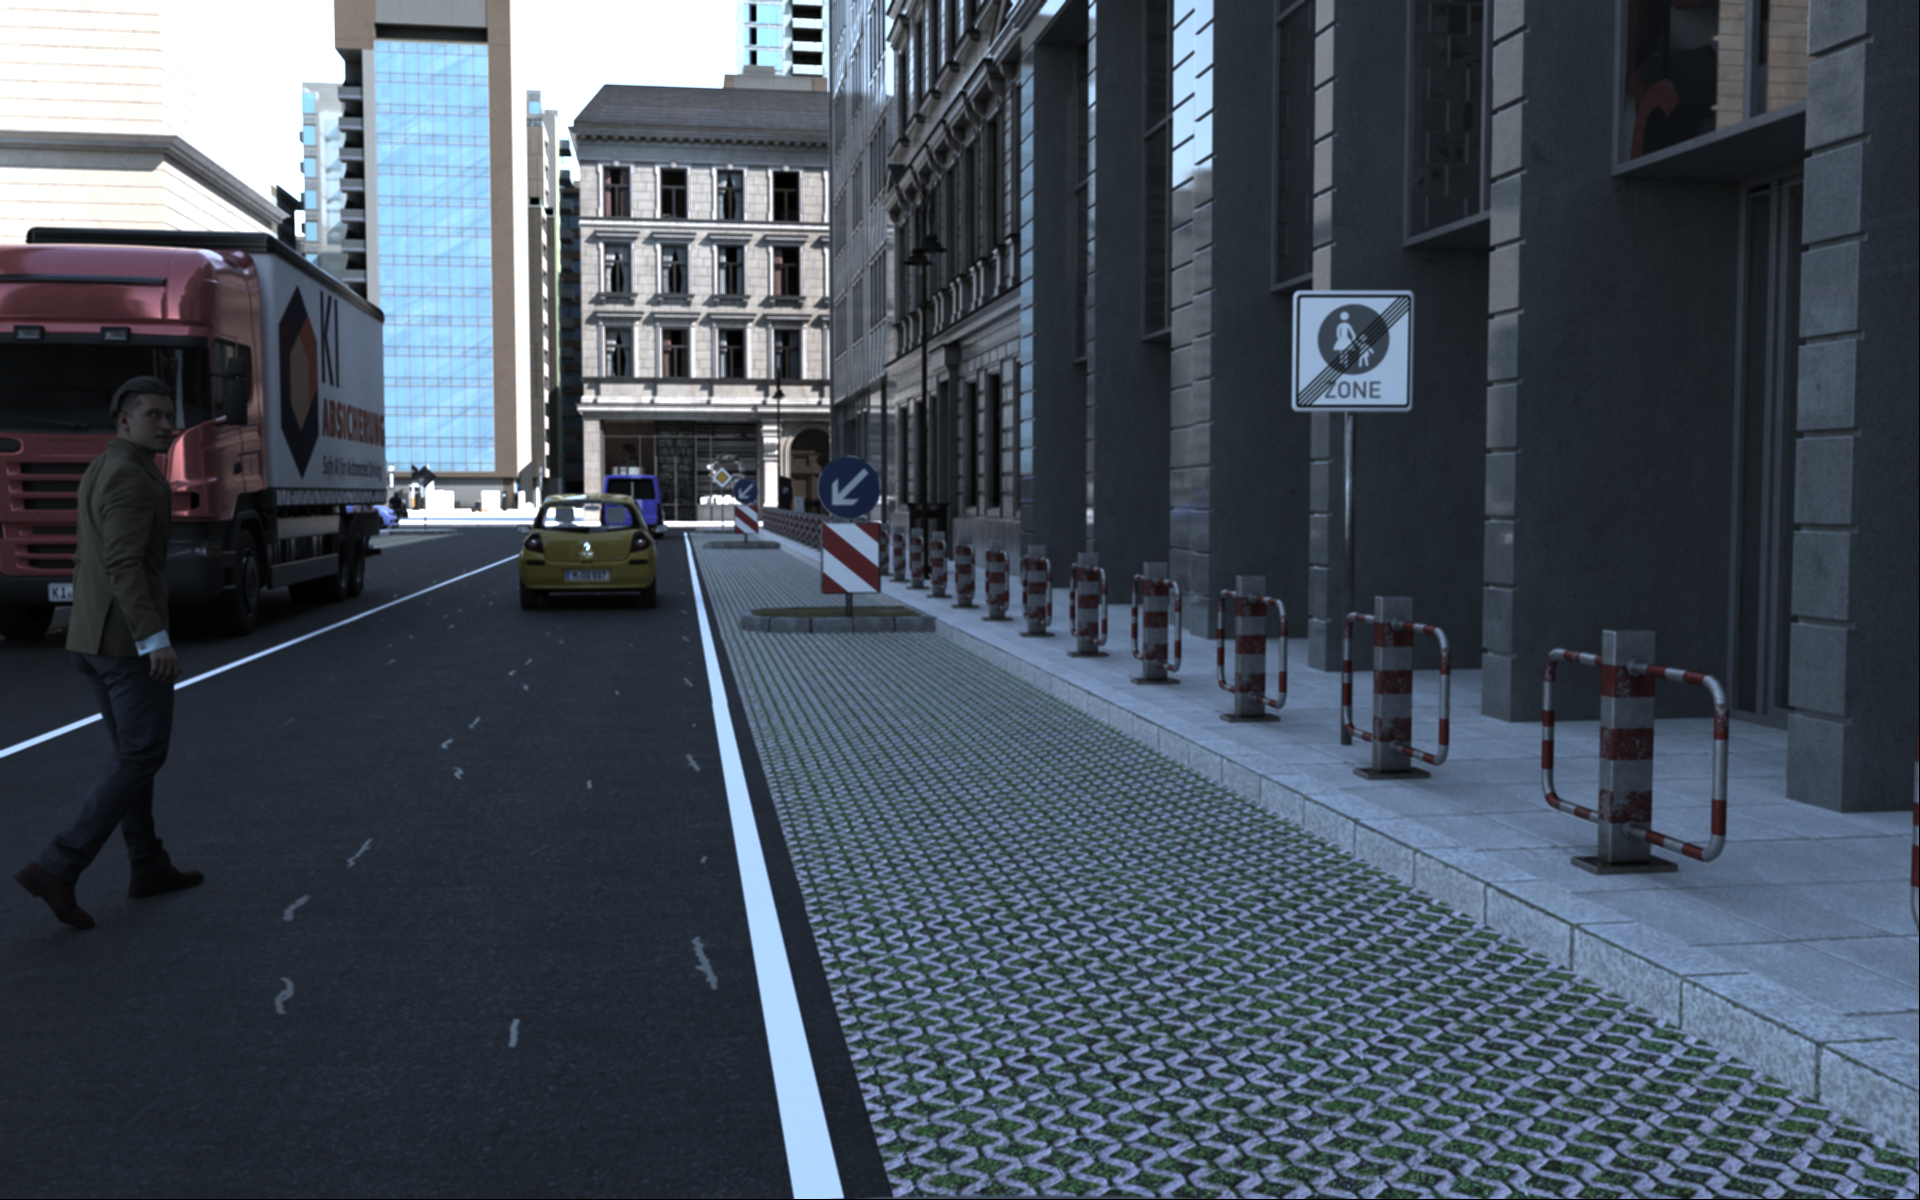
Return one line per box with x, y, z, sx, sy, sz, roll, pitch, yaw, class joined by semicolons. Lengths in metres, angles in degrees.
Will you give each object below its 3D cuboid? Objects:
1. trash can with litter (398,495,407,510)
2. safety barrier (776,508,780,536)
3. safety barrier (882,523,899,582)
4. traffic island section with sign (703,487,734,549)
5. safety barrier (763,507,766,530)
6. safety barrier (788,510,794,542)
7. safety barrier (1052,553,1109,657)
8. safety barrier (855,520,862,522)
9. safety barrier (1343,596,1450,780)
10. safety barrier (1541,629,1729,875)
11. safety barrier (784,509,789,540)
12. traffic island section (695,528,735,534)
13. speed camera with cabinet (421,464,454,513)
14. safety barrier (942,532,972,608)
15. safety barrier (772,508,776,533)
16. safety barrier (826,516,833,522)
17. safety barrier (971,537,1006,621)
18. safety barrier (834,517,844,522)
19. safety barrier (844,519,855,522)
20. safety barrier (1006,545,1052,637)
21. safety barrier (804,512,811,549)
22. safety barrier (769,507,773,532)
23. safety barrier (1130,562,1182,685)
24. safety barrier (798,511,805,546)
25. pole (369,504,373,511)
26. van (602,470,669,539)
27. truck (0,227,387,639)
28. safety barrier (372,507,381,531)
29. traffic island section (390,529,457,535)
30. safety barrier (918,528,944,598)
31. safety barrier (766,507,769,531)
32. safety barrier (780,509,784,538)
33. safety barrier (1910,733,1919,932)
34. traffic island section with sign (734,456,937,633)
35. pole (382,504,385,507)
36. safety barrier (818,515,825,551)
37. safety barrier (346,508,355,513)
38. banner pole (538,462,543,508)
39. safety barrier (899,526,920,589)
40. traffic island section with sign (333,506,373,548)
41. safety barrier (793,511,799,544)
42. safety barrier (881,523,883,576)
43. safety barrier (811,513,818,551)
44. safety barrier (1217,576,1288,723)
-45.478;-7.960;141.525;0.624;1.170;1.055;-3;5;-40;trash can with litter
-5.329;-2.340;52.539;0.300;0.817;1.120;-1;4;-9;safety barrier
-0.888;-0.677;25.342;0.300;0.817;1.120;-1;4;-9;safety barrier
-5.791;-2.271;45.751;1.989;1.847;2.006;-1;4;-9;traffic island section with sign
-6.591;-2.815;60.294;0.300;0.817;1.120;-1;4;-9;safety barrier
-4.368;-1.982;46.687;0.300;0.817;1.120;-1;4;-9;safety barrier
1.011;0.036;13.682;0.300;0.817;1.120;-1;4;-9;safety barrier
-1.525;-0.914;29.227;0.300;0.817;1.120;-1;4;-9;safety barrier
1.962;0.393;7.851;0.300;0.817;1.120;-1;4;-9;safety barrier
2.276;0.511;5.915;0.300;0.817;1.120;-1;4;-9;safety barrier
-4.692;-2.102;48.639;0.300;0.817;1.120;-1;4;-9;safety barrier
-8.673;-2.517;63.436;2.009;0.180;2.903;-1;4;-9;traffic island section
-34.779;-7.390;115.163;2.038;3.252;0.660;-3;5;-42;speed camera with cabinet
0.055;-0.321;19.522;0.300;0.817;1.120;-1;4;-9;safety barrier
-5.647;-2.459;54.485;0.300;0.817;1.120;-1;4;-9;safety barrier
-2.476;-1.271;35.056;0.300;0.817;1.120;-1;4;-9;safety barrier
0.375;-0.201;17.567;0.300;0.817;1.120;-1;4;-9;safety barrier
-2.159;-1.152;33.111;0.300;0.817;1.120;-1;4;-9;safety barrier
-1.840;-1.033;31.165;0.300;0.817;1.120;-1;4;-9;safety barrier
0.693;-0.082;15.617;0.300;0.817;1.120;-1;4;-9;safety barrier
-3.426;-1.627;40.877;0.300;0.817;1.120;-1;4;-9;safety barrier
-5.962;-2.578;56.421;0.300;0.817;1.120;-1;4;-9;safety barrier
1.324;0.155;11.734;0.300;0.817;1.120;-1;4;-9;safety barrier
-3.742;-1.745;42.813;0.300;0.817;1.120;-1;4;-9;safety barrier
-20.979;-4.140;61.538;0.158;3.312;0.155;0;3;0;pole
-10.762;-3.228;57.160;2.240;2.365;5.245;-1;4;-9;van
-8.956;-1.942;20.673;2.839;4.237;11.283;-1;4;-10;truck
-20.493;-2.843;60.753;0.300;0.817;1.120;-1;4;-9;safety barrier
-19.078;-2.414;61.750;2.009;0.180;2.903;-1;4;-9;traffic island section
-0.264;-0.439;21.459;0.300;0.817;1.120;-1;4;-9;safety barrier
-6.274;-2.696;58.358;0.300;0.817;1.120;-1;4;-9;safety barrier
-5.002;-2.220;50.580;0.300;0.817;1.120;-1;4;-9;safety barrier
2.592;0.630;3.979;0.300;0.817;1.120;-1;4;-9;safety barrier
-1.370;-0.615;18.689;1.989;1.847;2.006;-1;4;-9;traffic island section with sign
-46.667;-8.952;140.215;0.158;3.312;0.155;0;3;0;pole
-2.790;-1.389;36.993;0.300;0.817;1.120;-1;4;-9;safety barrier
-19.857;-2.605;56.861;0.300;0.817;1.120;-1;4;-9;safety barrier
-32.820;-8.895;135.446;0.401;3.779;0.863;-3;4;-37;banner pole
-0.575;-0.558;23.399;0.300;0.817;1.120;-1;4;-9;safety barrier
-15.683;-2.100;42.967;1.989;1.847;2.006;-1;4;-9;traffic island section with sign
-4.056;-1.864;44.750;0.300;0.817;1.120;-1;4;-9;safety barrier
-1.207;-0.796;27.291;0.300;0.817;1.120;-1;4;-9;safety barrier
-3.107;-1.508;38.932;0.300;0.817;1.120;-1;4;-9;safety barrier
1.643;0.274;9.799;0.300;0.817;1.120;-1;4;-9;safety barrier
